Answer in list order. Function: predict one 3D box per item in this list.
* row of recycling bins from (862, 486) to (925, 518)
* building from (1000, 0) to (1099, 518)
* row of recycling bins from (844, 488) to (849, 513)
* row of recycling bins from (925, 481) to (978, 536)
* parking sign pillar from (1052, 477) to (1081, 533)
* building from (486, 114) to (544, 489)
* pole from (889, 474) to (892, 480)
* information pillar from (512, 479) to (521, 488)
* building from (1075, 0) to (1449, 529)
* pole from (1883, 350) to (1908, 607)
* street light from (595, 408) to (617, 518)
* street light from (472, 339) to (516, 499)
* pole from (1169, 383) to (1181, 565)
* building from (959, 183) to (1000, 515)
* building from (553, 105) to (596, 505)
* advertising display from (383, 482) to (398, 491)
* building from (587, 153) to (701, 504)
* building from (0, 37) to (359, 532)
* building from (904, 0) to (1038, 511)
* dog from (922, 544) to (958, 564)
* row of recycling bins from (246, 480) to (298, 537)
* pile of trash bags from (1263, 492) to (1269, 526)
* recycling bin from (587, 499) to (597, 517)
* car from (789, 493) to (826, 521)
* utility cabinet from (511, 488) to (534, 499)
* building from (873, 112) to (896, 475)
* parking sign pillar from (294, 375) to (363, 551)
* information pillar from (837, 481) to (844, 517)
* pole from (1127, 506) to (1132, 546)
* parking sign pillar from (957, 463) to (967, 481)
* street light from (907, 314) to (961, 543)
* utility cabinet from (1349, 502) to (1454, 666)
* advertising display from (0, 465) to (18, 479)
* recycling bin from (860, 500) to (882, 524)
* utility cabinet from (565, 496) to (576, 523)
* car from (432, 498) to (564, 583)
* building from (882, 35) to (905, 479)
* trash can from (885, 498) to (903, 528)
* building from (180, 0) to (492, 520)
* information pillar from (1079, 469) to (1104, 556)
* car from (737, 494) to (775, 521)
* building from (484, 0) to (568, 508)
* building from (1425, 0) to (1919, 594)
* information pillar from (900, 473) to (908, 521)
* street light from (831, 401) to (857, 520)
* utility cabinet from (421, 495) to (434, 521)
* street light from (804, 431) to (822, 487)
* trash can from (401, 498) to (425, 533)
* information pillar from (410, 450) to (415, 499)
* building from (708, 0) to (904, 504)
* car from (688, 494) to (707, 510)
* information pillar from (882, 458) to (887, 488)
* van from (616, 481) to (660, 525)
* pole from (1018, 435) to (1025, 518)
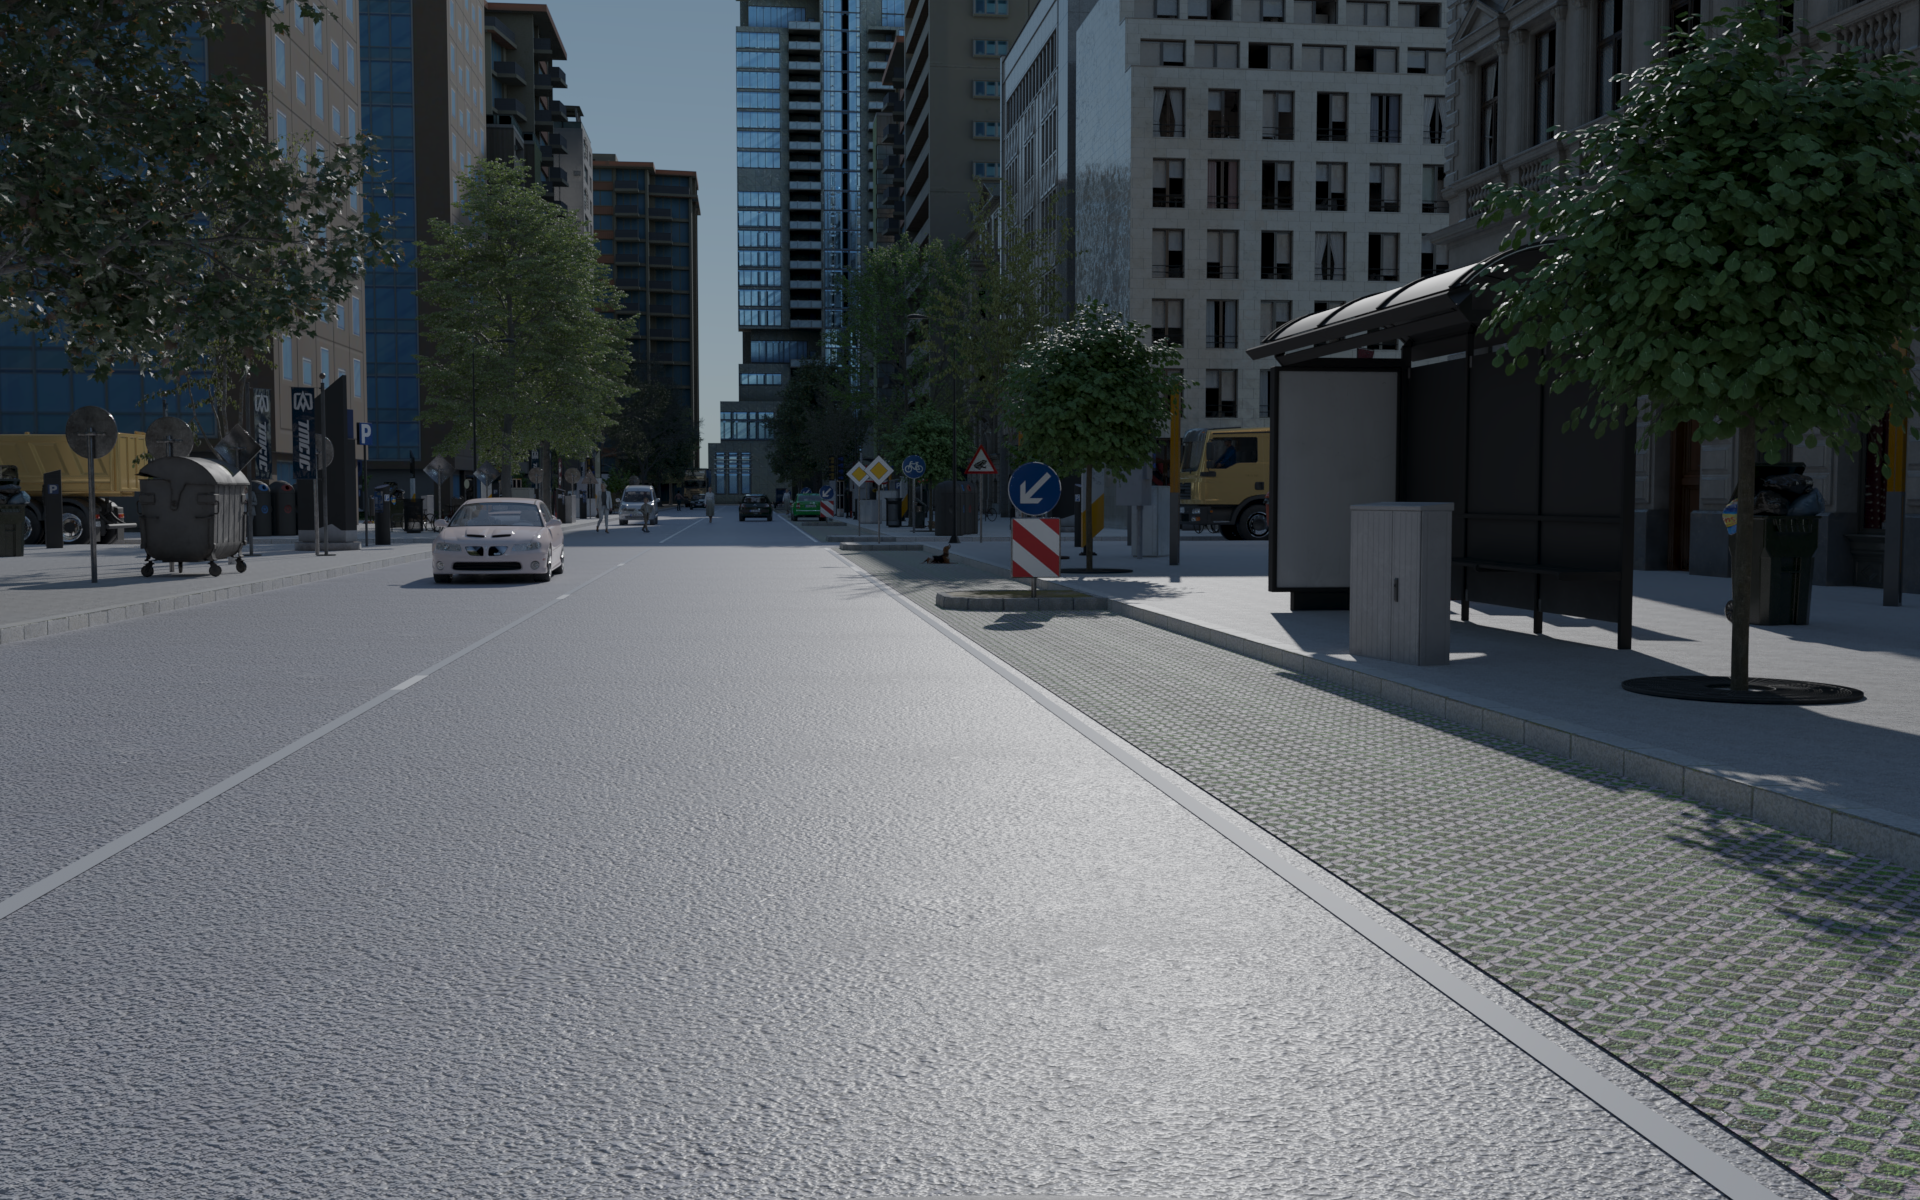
[{"bbox_3d":[-3.525,-5.290,93.600,3.534,1.692,1.069,-1,4,-13],"label":"row of recycling bins"},{"bbox_3d":[9.347,-16.324,84.923,12.078,24.808,19.932,0,4,-7],"label":"building"},{"bbox_3d":[-7.889,-6.852,119.149,1.069,1.692,3.534,1,4,21],"label":"row of recycling bins"},{"bbox_3d":[-0.135,-2.892,54.403,1.069,1.692,3.534,1,4,11],"label":"row of recycling bins"},{"bbox_3d":[3.755,-4.268,58.254,1.447,3.967,1.447,2,4,34],"label":"parking sign pillar"},{"bbox_3d":[-39.521,-22.000,131.406,14.160,30.474,14.107,0,4,-7],"label":"building"},{"bbox_3d":[-3.697,-5.977,91.571,0.158,3.312,0.155,0,3,0],"label":"pole"},{"bbox_3d":[-21.355,-4.833,83.515,0.304,2.012,0.304,3,4,37],"label":"information pillar"},{"bbox_3d":[13.779,-13.034,67.865,16.860,20.320,10.420,0,4,-7],"label":"building"},{"bbox_3d":[10.673,-1.583,19.723,0.158,3.312,0.155,0,3,0],"label":"pole"},{"bbox_3d":[-18.927,-7.373,93.092,1.470,5.913,1.316,0,4,-7],"label":"street light"},{"bbox_3d":[-13.974,-4.850,51.835,1.470,5.913,1.316,0,4,-7],"label":"street light"},{"bbox_3d":[3.873,-2.283,31.169,0.158,3.312,0.155,0,3,0],"label":"pole"},{"bbox_3d":[7.339,-17.925,112.162,14.460,24.649,34.723,0,4,-7],"label":"building"},{"bbox_3d":[-46.178,-30.594,183.813,14.086,41.232,14.154,0,4,-7],"label":"building"},{"bbox_3d":[-29.965,-5.258,91.182,0.974,1.923,0.123,2,4,32],"label":"advertising display"},{"bbox_3d":[-48.320,-34.898,225.206,28.867,44.769,22.147,0,4,-7],"label":"building"},{"bbox_3d":[-30.605,-25.250,62.953,14.600,45.320,14.200,0,4,-7],"label":"building"},{"bbox_3d":[7.044,-31.652,141.211,21.300,48.544,21.600,0,4,-7],"label":"building"},{"bbox_3d":[-0.435,-0.936,35.491,0.748,0.427,0.550,3,5,43],"label":"dog"},{"bbox_3d":[-21.093,-2.795,52.817,1.069,1.692,3.534,2,4,28],"label":"row of recycling bins"},{"bbox_3d":[8.939,-2.058,43.409,3.447,1.369,1.912,-3,4,-36],"label":"pile of trash bags"},{"bbox_3d":[-20.672,-5.161,96.931,0.722,1.027,0.722,-3,5,-44],"label":"recycling bin"},{"bbox_3d":[-8.032,-5.076,91.792,1.959,1.807,4.718,0,4,-8],"label":"car"},{"bbox_3d":[-15.462,-3.185,60.746,1.173,1.500,0.318,2,4,28],"label":"utility cabinet"},{"bbox_3d":[-2.589,-30.951,189.641,14.154,41.232,14.086,0,4,-7],"label":"building"},{"bbox_3d":[-14.485,-3.126,39.585,1.447,3.967,1.447,1,4,18],"label":"parking sign pillar"},{"bbox_3d":[-6.690,-5.651,96.879,0.304,2.012,0.304,-3,4,-37],"label":"information pillar"},{"bbox_3d":[4.265,-3.003,42.947,0.158,3.312,0.155,0,3,0],"label":"pole"},{"bbox_3d":[-0.268,-6.280,91.143,1.447,3.967,1.447,2,4,30],"label":"parking sign pillar"},{"bbox_3d":[-0.681,-4.428,44.940,1.470,5.913,1.316,0,4,-7],"label":"street light"},{"bbox_3d":[3.391,-0.137,13.401,0.306,1.237,1.020,-1,4,-18],"label":"utility cabinet"},{"bbox_3d":[-21.401,-2.029,38.388,0.974,1.923,0.123,-1,4,-22],"label":"advertising display"},{"bbox_3d":[-3.863,-3.817,74.962,0.722,1.027,0.722,3,4,38],"label":"recycling bin"},{"bbox_3d":[-17.084,-3.963,75.961,0.306,1.237,1.020,0,4,-2],"label":"utility cabinet"},{"bbox_3d":[-7.838,-1.057,29.651,2.083,1.381,4.827,-1,4,-9],"label":"car"},{"bbox_3d":[3.975,-31.322,166.745,22.147,44.769,28.867,0,4,-7],"label":"building"},{"bbox_3d":[-2.532,-3.348,66.396,0.748,1.137,0.748,0,3,0],"label":"trash can"},{"bbox_3d":[-36.331,-27.707,103.120,14.600,45.320,14.200,0,4,-7],"label":"building"},{"bbox_3d":[2.751,-2.733,36.044,0.504,3.616,0.183,-1,4,-15],"label":"information pillar"},{"bbox_3d":[-10.843,-5.030,92.026,2.009,1.686,4.222,0,4,-5],"label":"car"},{"bbox_3d":[-46.381,-30.458,152.605,22.147,44.769,28.867,0,4,-7],"label":"building"},{"bbox_3d":[16.265,-12.184,28.095,11.050,23.489,19.941,0,4,-7],"label":"building"},{"bbox_3d":[-2.649,-5.501,81.294,0.183,3.616,0.504,3,4,36],"label":"information pillar"},{"bbox_3d":[-5.714,-6.943,86.067,1.470,5.913,1.316,0,4,-7],"label":"street light"},{"bbox_3d":[-24.997,-4.289,81.283,0.306,1.237,1.020,0,4,0],"label":"utility cabinet"},{"bbox_3d":[-10.711,-9.439,126.871,1.470,5.913,1.316,0,4,-7],"label":"street light"},{"bbox_3d":[-17.898,-2.757,56.723,0.748,1.137,0.748,0,3,0],"label":"trash can"},{"bbox_3d":[-28.951,-6.130,91.586,0.183,3.616,0.504,-3,4,-38],"label":"information pillar"},{"bbox_3d":[-17.625,-55.997,228.214,31.000,86.520,22.319,0,4,-7],"label":"building"},{"bbox_3d":[-23.813,-9.082,158.278,2.009,1.686,4.222,0,4,-7],"label":"car"},{"bbox_3d":[-4.704,-7.079,107.092,0.183,3.616,0.504,-3,5,-39],"label":"information pillar"},{"bbox_3d":[-15.042,-4.529,81.059,2.013,2.044,4.112,0,4,-7],"label":"van"},{"bbox_3d":[1.578,-3.077,44.159,0.158,3.312,0.155,0,3,0],"label":"pole"}]
